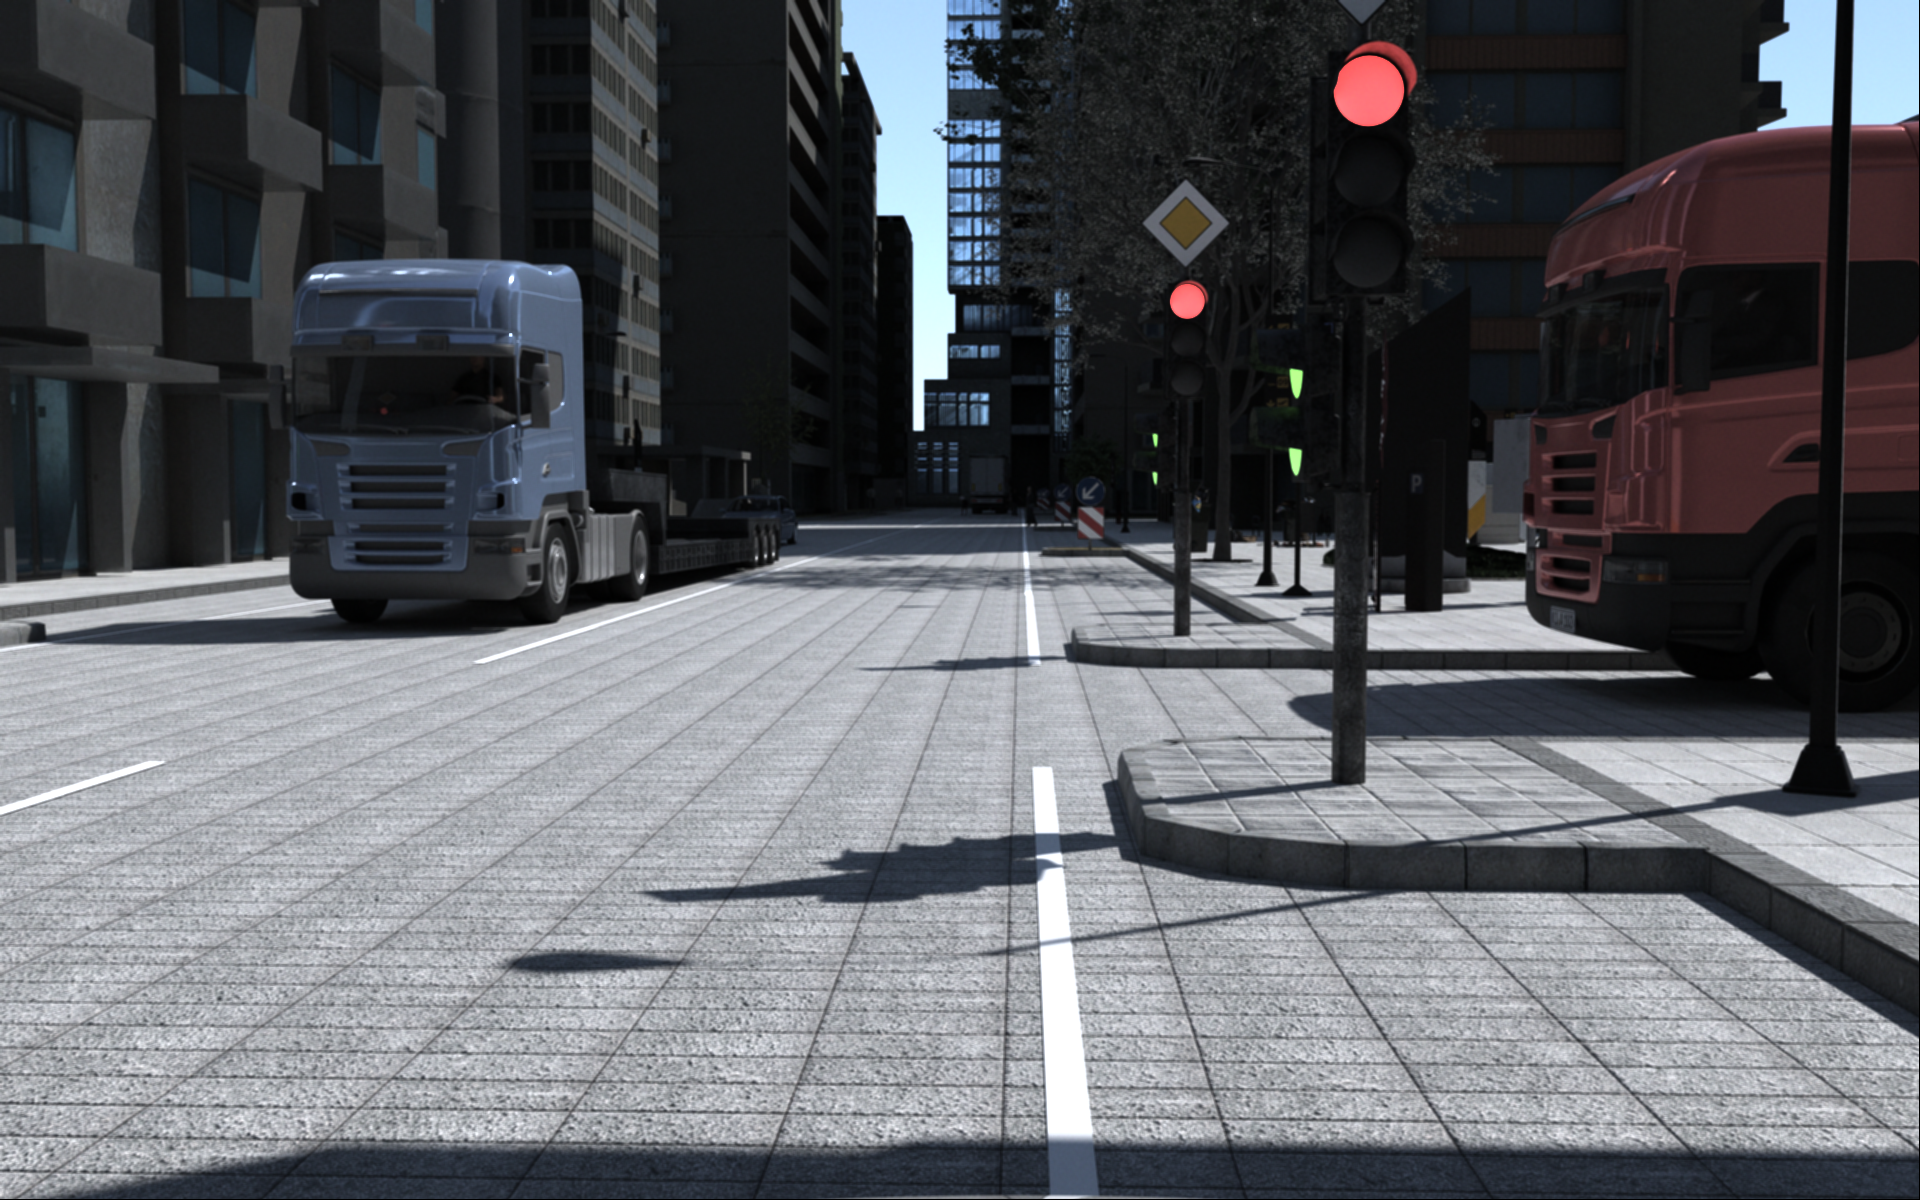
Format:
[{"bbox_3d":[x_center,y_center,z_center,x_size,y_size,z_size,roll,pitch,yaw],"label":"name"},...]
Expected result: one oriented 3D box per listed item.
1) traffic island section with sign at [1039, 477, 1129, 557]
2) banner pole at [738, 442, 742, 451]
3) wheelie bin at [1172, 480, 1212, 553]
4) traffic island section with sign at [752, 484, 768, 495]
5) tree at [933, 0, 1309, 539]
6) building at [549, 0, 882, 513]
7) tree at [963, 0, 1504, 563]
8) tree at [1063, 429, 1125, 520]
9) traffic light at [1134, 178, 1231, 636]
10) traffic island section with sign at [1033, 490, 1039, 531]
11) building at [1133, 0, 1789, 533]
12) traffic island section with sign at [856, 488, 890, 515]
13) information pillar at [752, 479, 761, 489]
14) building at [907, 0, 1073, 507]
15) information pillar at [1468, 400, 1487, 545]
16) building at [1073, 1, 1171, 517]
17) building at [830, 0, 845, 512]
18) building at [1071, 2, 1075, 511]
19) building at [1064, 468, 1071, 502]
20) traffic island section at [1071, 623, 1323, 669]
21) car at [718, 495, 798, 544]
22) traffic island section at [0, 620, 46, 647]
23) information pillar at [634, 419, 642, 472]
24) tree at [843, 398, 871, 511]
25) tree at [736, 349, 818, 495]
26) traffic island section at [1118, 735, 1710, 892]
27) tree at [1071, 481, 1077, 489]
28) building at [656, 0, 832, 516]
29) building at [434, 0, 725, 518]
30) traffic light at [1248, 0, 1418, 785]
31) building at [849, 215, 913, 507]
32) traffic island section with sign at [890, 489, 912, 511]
[{"bbox_3d":[2.912,-1.947,40.463,1.989,1.847,2.006,0,4,2],"label":"traffic island section with sign"},{"bbox_3d":[-10.590,-5.701,83.224,0.401,3.779,0.863,0,4,5],"label":"banner pole"},{"bbox_3d":[5.125,-1.858,38.293,0.693,1.594,0.980,-2,4,-29],"label":"wheelie bin"},{"bbox_3d":[-7.842,-3.623,67.867,1.989,1.847,2.006,0,4,2],"label":"traffic island section with sign"},{"bbox_3d":[5.477,-11.759,48.154,12.611,20.169,13.585,0,3,0],"label":"tree"},{"bbox_3d":[-19.332,-28.142,152.002,23.993,40.220,32.217,0,4,2],"label":"building"},{"bbox_3d":[5.081,-7.468,32.465,12.009,13.543,11.850,0,3,0],"label":"tree"},{"bbox_3d":[6.749,-6.345,87.447,4.285,4.588,4.351,0,3,0],"label":"tree"},{"bbox_3d":[1.995,-1.631,15.585,0.839,4.253,0.868,0,4,2],"label":"traffic light"},{"bbox_3d":[3.871,-3.595,67.402,1.989,1.847,2.006,0,4,2],"label":"traffic island section with sign"},{"bbox_3d":[18.642,-25.335,68.854,22.147,44.769,28.867,0,4,2],"label":"building"},{"bbox_3d":[-6.049,-6.720,118.499,1.989,1.847,2.006,0,4,2],"label":"traffic island section with sign"},{"bbox_3d":[-9.713,-4.783,82.692,0.304,2.012,0.304,2,4,35],"label":"information pillar"},{"bbox_3d":[10.541,-53.293,184.019,31.000,86.520,22.319,0,4,2],"label":"building"},{"bbox_3d":[12.867,-3.166,43.113,0.504,3.616,0.183,-1,4,-23],"label":"information pillar"},{"bbox_3d":[17.991,-29.498,105.993,21.300,48.544,21.600,0,4,2],"label":"building"},{"bbox_3d":[-15.786,-26.714,120.371,14.154,41.232,14.086,0,4,2],"label":"building"},{"bbox_3d":[19.000,-36.009,130.749,21.231,58.520,28.212,0,4,2],"label":"building"},{"bbox_3d":[19.950,-43.820,154.710,20.563,71.187,20.611,0,4,2],"label":"building"},{"bbox_3d":[2.034,0.403,15.697,2.009,0.180,2.903,0,4,2],"label":"traffic island section"},{"bbox_3d":[-5.638,-2.221,48.320,2.014,1.417,4.499,0,4,4],"label":"car"},{"bbox_3d":[-9.999,0.376,16.126,2.009,0.180,2.903,0,4,2],"label":"traffic island section"},{"bbox_3d":[-10.079,-3.848,54.276,0.183,3.616,0.504,0,4,7],"label":"information pillar"},{"bbox_3d":[-8.951,-11.126,132.273,4.360,8.622,3.978,0,3,0],"label":"tree"},{"bbox_3d":[-9.657,-8.477,88.955,4.737,8.622,4.395,0,3,0],"label":"tree"},{"bbox_3d":[1.752,0.891,7.717,2.009,0.180,2.903,0,4,2],"label":"traffic island section"},{"bbox_3d":[6.705,-6.042,93.396,1.663,3.219,1.824,0,3,0],"label":"tree"},{"bbox_3d":[-19.386,-29.253,101.981,21.300,48.544,21.600,0,4,2],"label":"building"},{"bbox_3d":[-25.031,-22.902,66.329,32.217,40.220,23.993,0,4,2],"label":"building"},{"bbox_3d":[1.712,-1.143,7.605,0.839,4.253,0.868,0,4,2],"label":"traffic light"},{"bbox_3d":[-12.170,-25.075,181.671,14.107,30.474,14.160,0,4,2],"label":"building"},{"bbox_3d":[-5.089,-8.368,145.437,1.989,1.847,2.006,0,4,2],"label":"traffic island section with sign"}]
